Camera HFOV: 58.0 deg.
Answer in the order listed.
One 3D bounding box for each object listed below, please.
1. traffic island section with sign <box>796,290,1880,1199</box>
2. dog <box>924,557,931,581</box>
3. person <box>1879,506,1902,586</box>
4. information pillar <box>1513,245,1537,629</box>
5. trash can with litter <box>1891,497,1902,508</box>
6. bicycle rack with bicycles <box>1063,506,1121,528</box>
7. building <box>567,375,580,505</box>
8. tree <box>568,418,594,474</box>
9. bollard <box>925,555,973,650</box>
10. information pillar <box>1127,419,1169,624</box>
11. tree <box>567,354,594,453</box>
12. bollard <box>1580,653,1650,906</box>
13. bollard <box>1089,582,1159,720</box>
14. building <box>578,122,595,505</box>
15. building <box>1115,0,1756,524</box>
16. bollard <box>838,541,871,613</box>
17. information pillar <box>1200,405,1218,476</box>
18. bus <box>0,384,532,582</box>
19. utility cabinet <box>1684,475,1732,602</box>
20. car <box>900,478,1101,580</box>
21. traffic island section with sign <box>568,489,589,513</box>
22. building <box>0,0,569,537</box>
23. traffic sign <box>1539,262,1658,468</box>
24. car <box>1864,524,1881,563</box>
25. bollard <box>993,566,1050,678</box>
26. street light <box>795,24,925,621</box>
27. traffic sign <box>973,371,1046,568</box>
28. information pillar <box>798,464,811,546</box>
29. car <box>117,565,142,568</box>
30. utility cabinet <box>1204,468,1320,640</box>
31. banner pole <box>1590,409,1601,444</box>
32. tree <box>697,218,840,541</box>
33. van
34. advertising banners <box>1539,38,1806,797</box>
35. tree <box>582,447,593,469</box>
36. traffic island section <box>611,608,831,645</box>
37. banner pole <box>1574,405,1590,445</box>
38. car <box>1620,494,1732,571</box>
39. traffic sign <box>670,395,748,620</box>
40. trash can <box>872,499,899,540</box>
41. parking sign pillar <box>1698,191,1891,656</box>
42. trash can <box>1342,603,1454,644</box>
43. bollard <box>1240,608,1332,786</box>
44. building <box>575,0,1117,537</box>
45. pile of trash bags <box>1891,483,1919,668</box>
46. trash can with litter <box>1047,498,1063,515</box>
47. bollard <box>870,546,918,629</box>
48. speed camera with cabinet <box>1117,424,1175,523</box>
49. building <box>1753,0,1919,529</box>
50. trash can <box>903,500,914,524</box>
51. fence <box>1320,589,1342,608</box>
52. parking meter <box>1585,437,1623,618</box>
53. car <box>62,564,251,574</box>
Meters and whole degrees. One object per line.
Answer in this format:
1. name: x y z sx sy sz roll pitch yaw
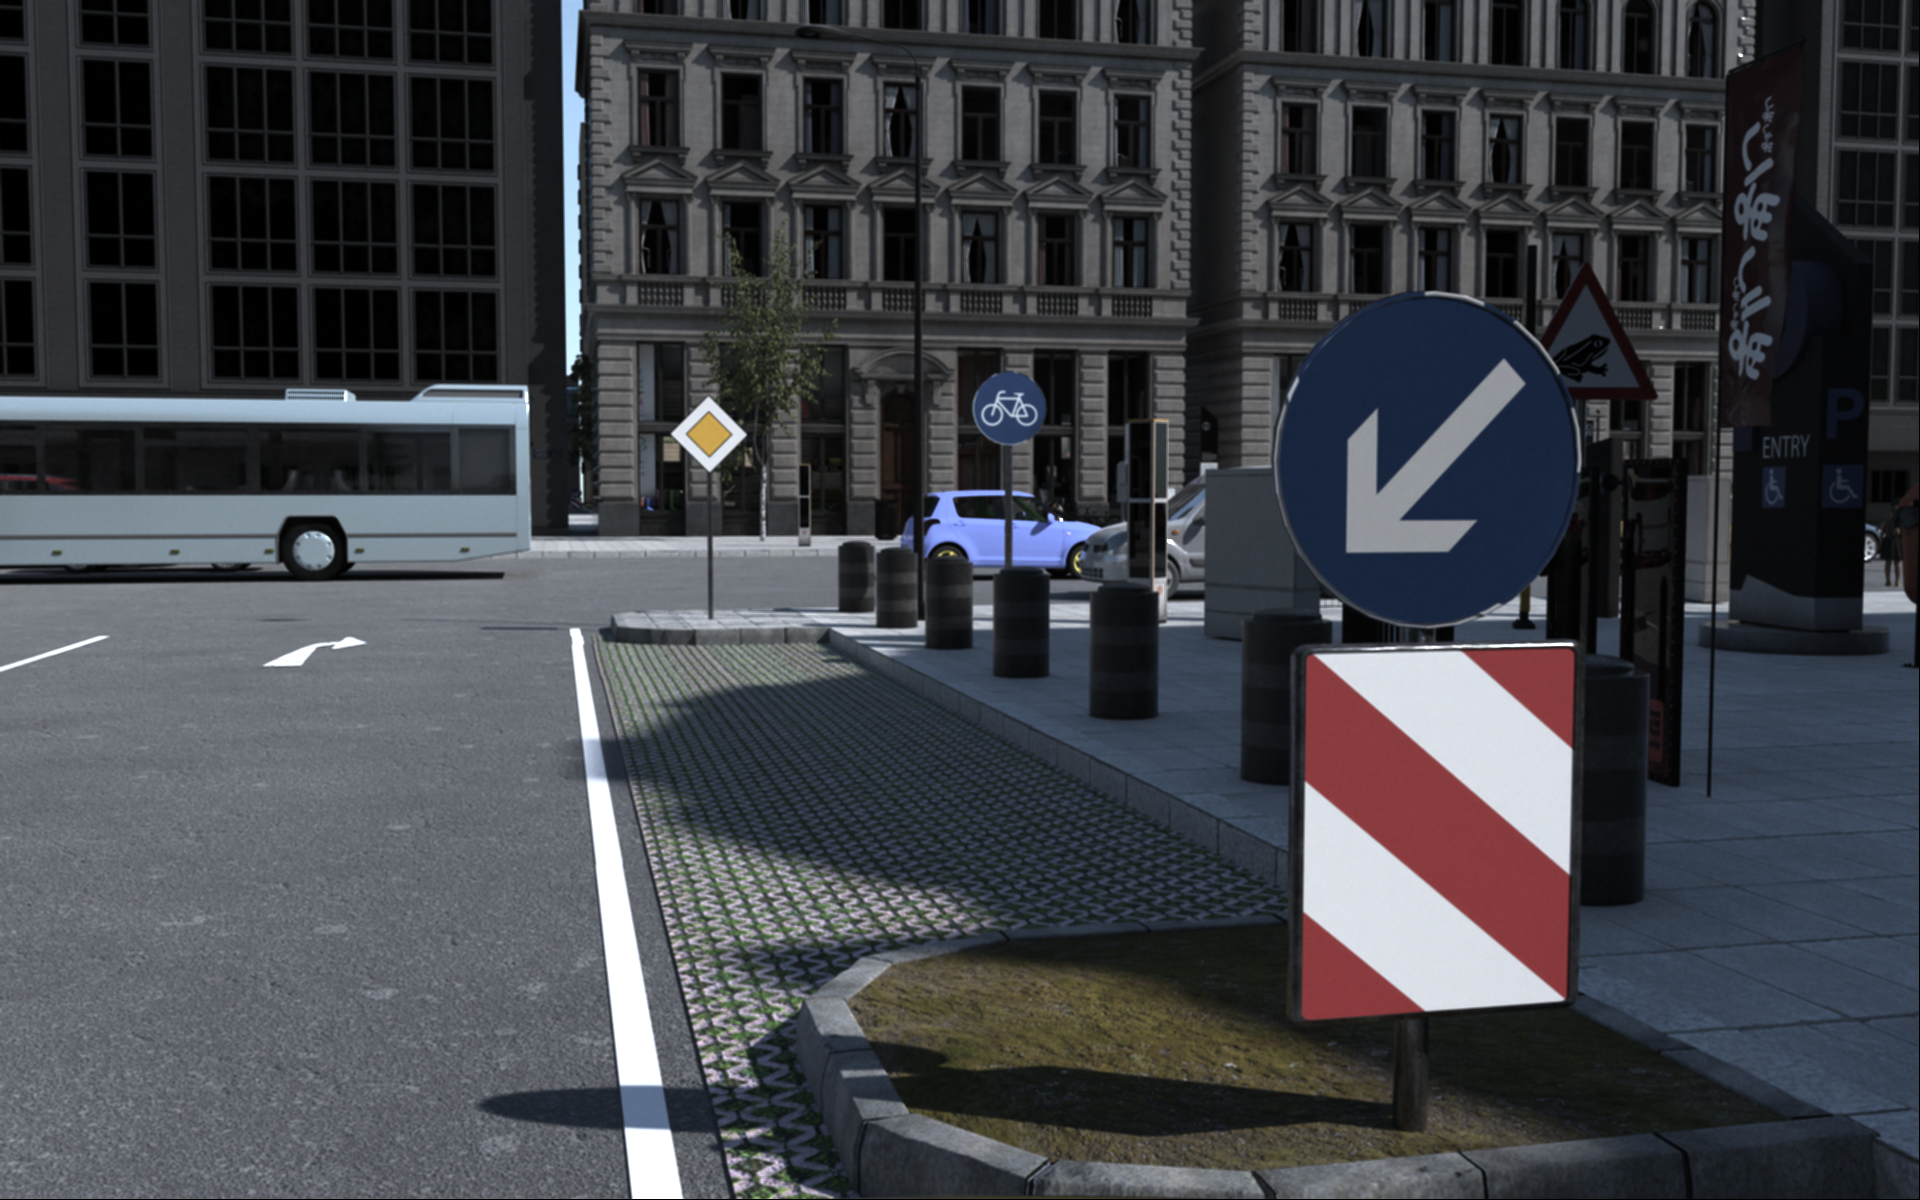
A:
1. traffic island section with sign: 0.650 0.275 4.140 1.989 1.847 2.006 -1 4 -13
2. dog: -0.517 -0.387 25.610 0.540 0.507 0.406 3 5 41
3. person: 14.503 -0.842 26.941 0.362 1.253 0.373 2 4 32
4. information pillar: 5.425 -1.543 16.575 0.183 3.616 0.504 1 4 14
5. trash can with litter: 30.329 -2.720 55.860 0.624 1.170 1.055 3 4 38
6. bicycle rack with bicycles: 3.579 -2.331 51.486 2.925 0.926 2.852 2 4 27
7. building: -63.029 -55.000 211.917 31.000 86.520 22.319 -1 4 -13
8. tree: -36.336 -14.676 174.360 7.601 10.594 8.767 -3 5 -42
9. bollard: -0.091 0.016 14.449 0.404 0.777 0.398 0 3 0
10. information pillar: 1.854 -0.773 17.125 0.304 2.012 0.304 3 4 36
11. tree: -22.046 -12.514 112.032 7.806 13.903 7.818 0 3 0
12. bollard: 1.993 0.560 5.560 0.404 0.777 0.398 0 3 0
13. bollard: 0.949 0.288 10.009 0.404 0.777 0.398 0 3 0
14. building: -36.886 -36.352 218.056 21.600 48.544 21.300 -1 4 -13
15. building: 16.936 -14.255 61.941 19.941 23.489 11.050 -1 4 -13
16. bollard: -1.129 -0.256 18.904 0.404 0.777 0.398 0 3 0
17. information pillar: 6.517 -3.311 45.485 0.504 3.616 0.183 -1 4 -14
18. bus: -13.924 -2.066 28.643 13.247 3.499 2.948 -1 4 -14
19. utility cabinet: 8.851 -0.739 20.768 0.318 1.500 1.173 0 4 0
20. car: 0.846 -1.214 29.448 3.694 1.707 1.945 -1 4 -14
21. traffic island section with sign: -29.496 -7.607 133.000 1.989 1.847 2.006 -1 4 -13
22. building: -24.622 -15.934 54.034 24.014 27.812 14.314 -1 4 -13
23. traffic sign: 3.511 -0.601 9.833 0.884 2.594 0.081 0 4 -7
24. car: 17.224 -1.500 36.523 4.499 1.417 2.014 -1 4 -14
25. bollard: 0.434 0.152 12.230 0.404 0.777 0.398 0 3 0
26. street light: -0.950 -2.746 17.433 1.470 5.913 1.316 -1 4 -13
27. traffic sign: 0.509 -1.098 18.055 0.768 2.556 0.104 0 4 -5
28. information pillar: -3.820 -2.327 42.534 0.304 2.012 0.304 0 4 -4
29. car: -17.908 -1.546 33.956 5.304 1.827 2.281 -1 4 -15
30. utility cabinet: 2.615 -0.386 14.998 0.318 1.500 1.173 -2 4 -31
31. banner pole: 18.746 -3.760 51.498 0.401 3.779 0.863 -2 4 -33
32. tree: -5.346 -5.915 47.071 4.737 8.622 4.395 0 3 0
33. van: 3.721 -1.048 24.139 4.112 2.044 2.013 -1 4 -13
34. advertising banners: 3.104 -0.708 7.763 0.090 3.025 2.074 0 4 -7
35. tree: -31.809 -12.580 156.037 4.360 8.622 3.978 0 3 0
36. traffic island section: -2.532 0.278 17.743 2.009 0.180 2.903 -1 4 -13
37. banner pole: 17.037 -3.572 48.413 0.401 3.779 0.863 -1 4 -23
38. car: 13.282 -1.290 31.309 3.980 1.641 2.015 -1 4 -13
39. traffic sign: -2.554 -0.857 17.660 0.795 2.450 0.064 -1 4 -13
40. trash can: -2.068 -2.243 48.334 0.748 1.137 0.748 0 3 0
41. parking sign pillar: 6.948 -1.582 14.346 1.447 3.967 1.447 0 4 -5
42. trash can: 2.420 0.127 9.575 0.748 1.137 0.748 0 3 0
43. bollard: 1.466 0.424 7.789 0.404 0.777 0.398 0 3 0
44. building: -2.834 -13.983 57.504 19.941 23.489 11.050 -1 4 -13
45. pile of trash bags: 8.046 -0.121 11.729 1.912 1.369 3.447 -2 4 -33
46. trash can with litter: 2.360 -2.298 48.955 1.055 1.170 0.624 0 4 -5
47. bollard: -0.609 -0.120 16.676 0.404 0.777 0.398 0 3 0
48. speed camera with cabinet: 5.181 -3.300 48.293 0.660 3.252 2.038 -2 4 -30
49. building: 38.266 -16.819 68.498 24.014 27.812 14.314 -1 4 -13
50. trash can: -1.092 -1.974 43.928 0.748 1.137 0.748 0 3 0
51. fence: 3.898 -0.442 18.430 2.264 1.192 0.480 -1 4 -18
52. parking meter: 6.647 -0.753 18.031 0.255 1.863 0.399 -3 5 -40
53. car: -14.843 -1.206 32.293 3.894 1.354 1.945 -1 4 -15
